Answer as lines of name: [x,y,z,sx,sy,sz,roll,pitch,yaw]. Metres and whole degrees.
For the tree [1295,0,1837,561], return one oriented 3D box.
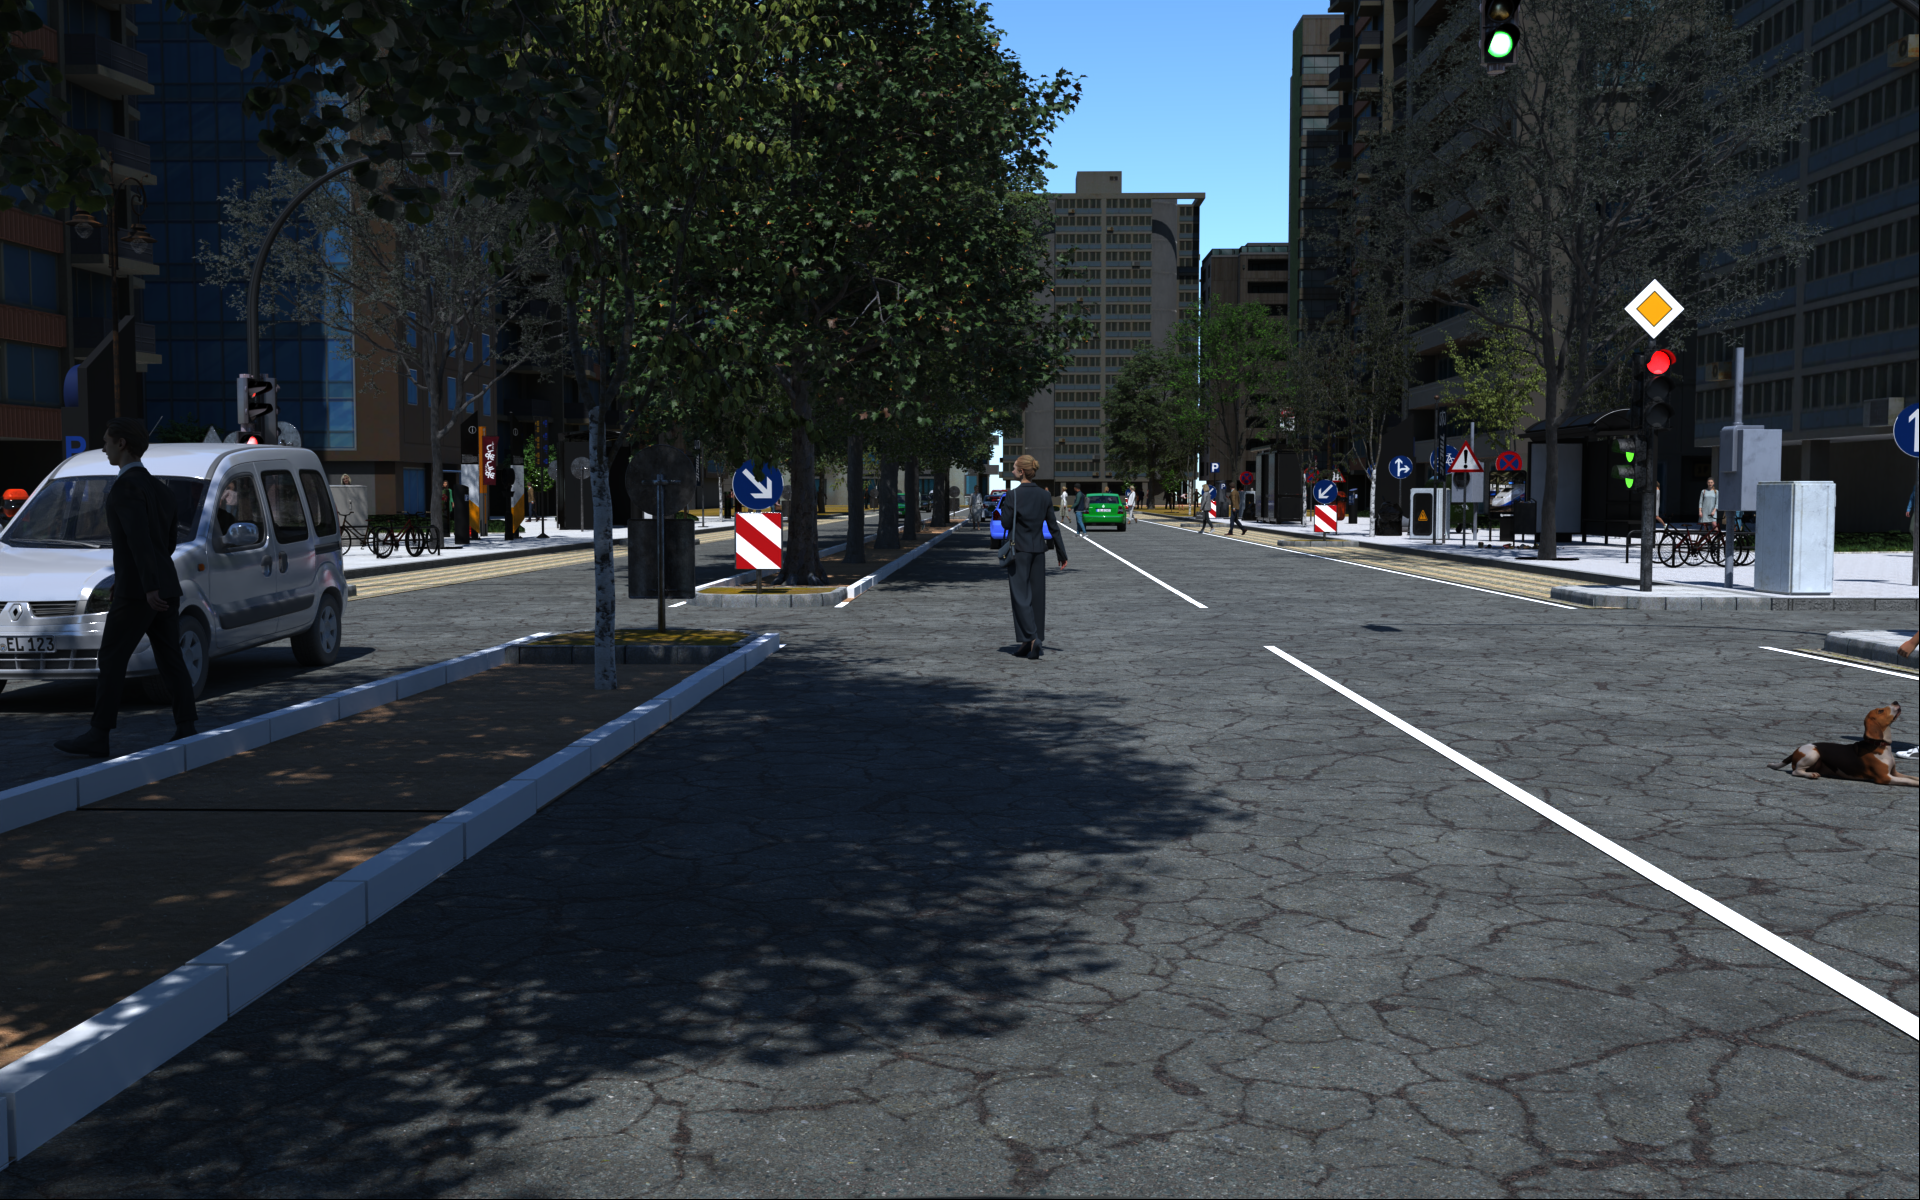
tree: [11.551,-7.512,33.198,12.009,13.543,11.850,0,3,0]

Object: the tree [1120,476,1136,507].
tree: [16.688,-10.966,173.890,1.663,3.219,1.824,0,3,0]

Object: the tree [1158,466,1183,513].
tree: [14.431,-7.523,117.599,1.663,3.219,1.824,0,3,0]

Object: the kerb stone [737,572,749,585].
kerb stone: [-3.501,-0.313,27.317,0.120,0.150,1.000,0,4,2]

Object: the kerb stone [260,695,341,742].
kerb stone: [-3.992,0.723,10.418,0.120,0.150,1.000,0,4,2]

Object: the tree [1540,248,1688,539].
tree: [18.905,-6.077,49.718,4.360,8.622,3.978,0,3,0]

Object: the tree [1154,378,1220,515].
tree: [14.077,-9.534,106.241,4.360,8.622,3.978,0,3,0]

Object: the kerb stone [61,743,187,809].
kerb stone: [-4.049,0.849,8.375,0.120,0.150,1.000,0,4,2]

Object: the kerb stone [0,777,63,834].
kerb stone: [-4.079,0.908,7.353,0.120,0.150,1.000,0,4,2]

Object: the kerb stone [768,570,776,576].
kerb stone: [-3.401,-0.499,30.388,0.120,0.150,1.000,0,4,2]

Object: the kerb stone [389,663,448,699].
kerb stone: [-3.930,0.596,12.477,0.120,0.150,1.000,0,4,2]

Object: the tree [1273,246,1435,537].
tree: [12.223,-6.196,51.667,4.360,8.622,3.978,0,3,0]

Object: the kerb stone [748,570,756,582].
kerb stone: [-3.462,-0.376,28.341,0.120,0.150,1.000,0,4,2]

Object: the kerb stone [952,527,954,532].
kerb stone: [-0.371,-2.443,62.133,0.120,0.150,1.000,0,4,2]

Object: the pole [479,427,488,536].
pole: [-14.435,-3.583,52.426,0.158,3.312,0.155,0,3,0]

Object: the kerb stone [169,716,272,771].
kerb stone: [-4.018,0.785,9.396,0.120,0.150,1.000,0,4,2]

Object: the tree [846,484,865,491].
tree: [-9.011,-9.212,145.215,1.663,3.219,1.824,0,3,0]

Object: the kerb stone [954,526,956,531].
kerb stone: [-0.301,-2.568,64.184,0.120,0.150,1.000,0,4,2]

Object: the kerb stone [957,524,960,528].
kerb stone: [-0.191,-2.812,68.279,0.120,0.150,1.000,0,4,2]

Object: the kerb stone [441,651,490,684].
kerb stone: [-3.895,0.535,13.499,0.120,0.150,1.000,0,4,2]

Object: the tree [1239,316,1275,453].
tree: [13.067,-7.097,66.397,4.360,8.622,3.978,0,3,0]

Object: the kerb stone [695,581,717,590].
kerb stone: [-3.586,-0.125,24.238,0.120,0.150,1.000,0,4,2]

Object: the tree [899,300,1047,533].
tree: [-1.612,-9.211,63.430,12.009,13.543,11.850,0,3,0]

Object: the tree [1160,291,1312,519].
tree: [14.050,-9.935,88.199,9.928,11.665,9.643,0,3,0]

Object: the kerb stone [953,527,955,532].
kerb stone: [-0.336,-2.503,63.160,0.120,0.150,1.000,0,4,2]

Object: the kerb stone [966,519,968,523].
kerb stone: [0.179,-3.570,80.587,0.120,0.150,1.000,0,4,2]

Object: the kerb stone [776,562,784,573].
kerb stone: [-3.372,-0.561,31.412,0.120,0.150,1.000,0,4,2]

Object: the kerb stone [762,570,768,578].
kerb stone: [-3.430,-0.438,29.363,0.120,0.150,1.000,0,4,2]

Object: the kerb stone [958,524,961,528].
kerb stone: [-0.149,-2.881,69.300,0.120,0.150,1.000,0,4,2]

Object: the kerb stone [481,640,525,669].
kerb stone: [-3.873,0.473,14.531,0.120,0.150,1.000,0,4,2]

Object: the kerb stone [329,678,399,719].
kerb stone: [-3.964,0.657,11.447,0.120,0.150,1.000,0,4,2]

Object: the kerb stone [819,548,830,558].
kerb stone: [-3.138,-1.056,39.613,0.120,0.150,1.000,0,4,2]

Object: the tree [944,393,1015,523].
tree: [-0.576,-9.566,84.621,9.928,11.665,9.643,0,3,0]

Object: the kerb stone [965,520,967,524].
kerb stone: [0.109,-3.446,78.540,0.120,0.150,1.000,0,4,2]

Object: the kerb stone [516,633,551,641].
kerb stone: [-3.851,0.409,15.555,0.120,0.150,1.000,0,4,2]

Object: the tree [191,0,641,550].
tree: [-12.102,-7.938,40.161,12.009,13.543,11.850,0,3,0]

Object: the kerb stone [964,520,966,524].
kerb stone: [0.085,-3.384,77.518,0.120,0.150,1.000,0,4,2]

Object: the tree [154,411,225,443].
tree: [-30.554,-5.202,68.760,4.285,4.588,4.351,0,3,0]

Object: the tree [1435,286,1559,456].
tree: [18.804,-6.709,60.052,4.737,8.622,4.395,0,3,0]

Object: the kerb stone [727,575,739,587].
kerb stone: [-3.532,-0.248,26.291,0.120,0.150,1.000,0,4,2]

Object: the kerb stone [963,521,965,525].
kerb stone: [0.020,-3.259,75.472,0.120,0.150,1.000,0,4,2]

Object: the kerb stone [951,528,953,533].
kerb stone: [-0.396,-2.380,61.111,0.120,0.150,1.000,0,4,2]

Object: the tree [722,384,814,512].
tree: [-10.497,-9.236,85.425,8.767,10.594,7.601,1,4,10]

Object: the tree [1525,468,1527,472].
tree: [22.962,-4.497,68.133,1.663,3.219,1.824,0,3,0]

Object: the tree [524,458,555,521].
tree: [-20.724,-5.483,84.245,1.663,3.219,1.824,0,3,0]

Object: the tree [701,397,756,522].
tree: [-11.004,-7.881,79.211,4.360,8.622,3.978,0,3,0]

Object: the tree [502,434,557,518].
tree: [-23.253,-6.767,94.358,4.285,4.588,4.351,0,3,0]

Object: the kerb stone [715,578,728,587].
kerb stone: [-3.559,-0.186,25.263,0.120,0.150,1.000,0,4,2]

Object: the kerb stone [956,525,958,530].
kerb stone: [-0.247,-2.691,66.233,0.120,0.150,1.000,0,4,2]
